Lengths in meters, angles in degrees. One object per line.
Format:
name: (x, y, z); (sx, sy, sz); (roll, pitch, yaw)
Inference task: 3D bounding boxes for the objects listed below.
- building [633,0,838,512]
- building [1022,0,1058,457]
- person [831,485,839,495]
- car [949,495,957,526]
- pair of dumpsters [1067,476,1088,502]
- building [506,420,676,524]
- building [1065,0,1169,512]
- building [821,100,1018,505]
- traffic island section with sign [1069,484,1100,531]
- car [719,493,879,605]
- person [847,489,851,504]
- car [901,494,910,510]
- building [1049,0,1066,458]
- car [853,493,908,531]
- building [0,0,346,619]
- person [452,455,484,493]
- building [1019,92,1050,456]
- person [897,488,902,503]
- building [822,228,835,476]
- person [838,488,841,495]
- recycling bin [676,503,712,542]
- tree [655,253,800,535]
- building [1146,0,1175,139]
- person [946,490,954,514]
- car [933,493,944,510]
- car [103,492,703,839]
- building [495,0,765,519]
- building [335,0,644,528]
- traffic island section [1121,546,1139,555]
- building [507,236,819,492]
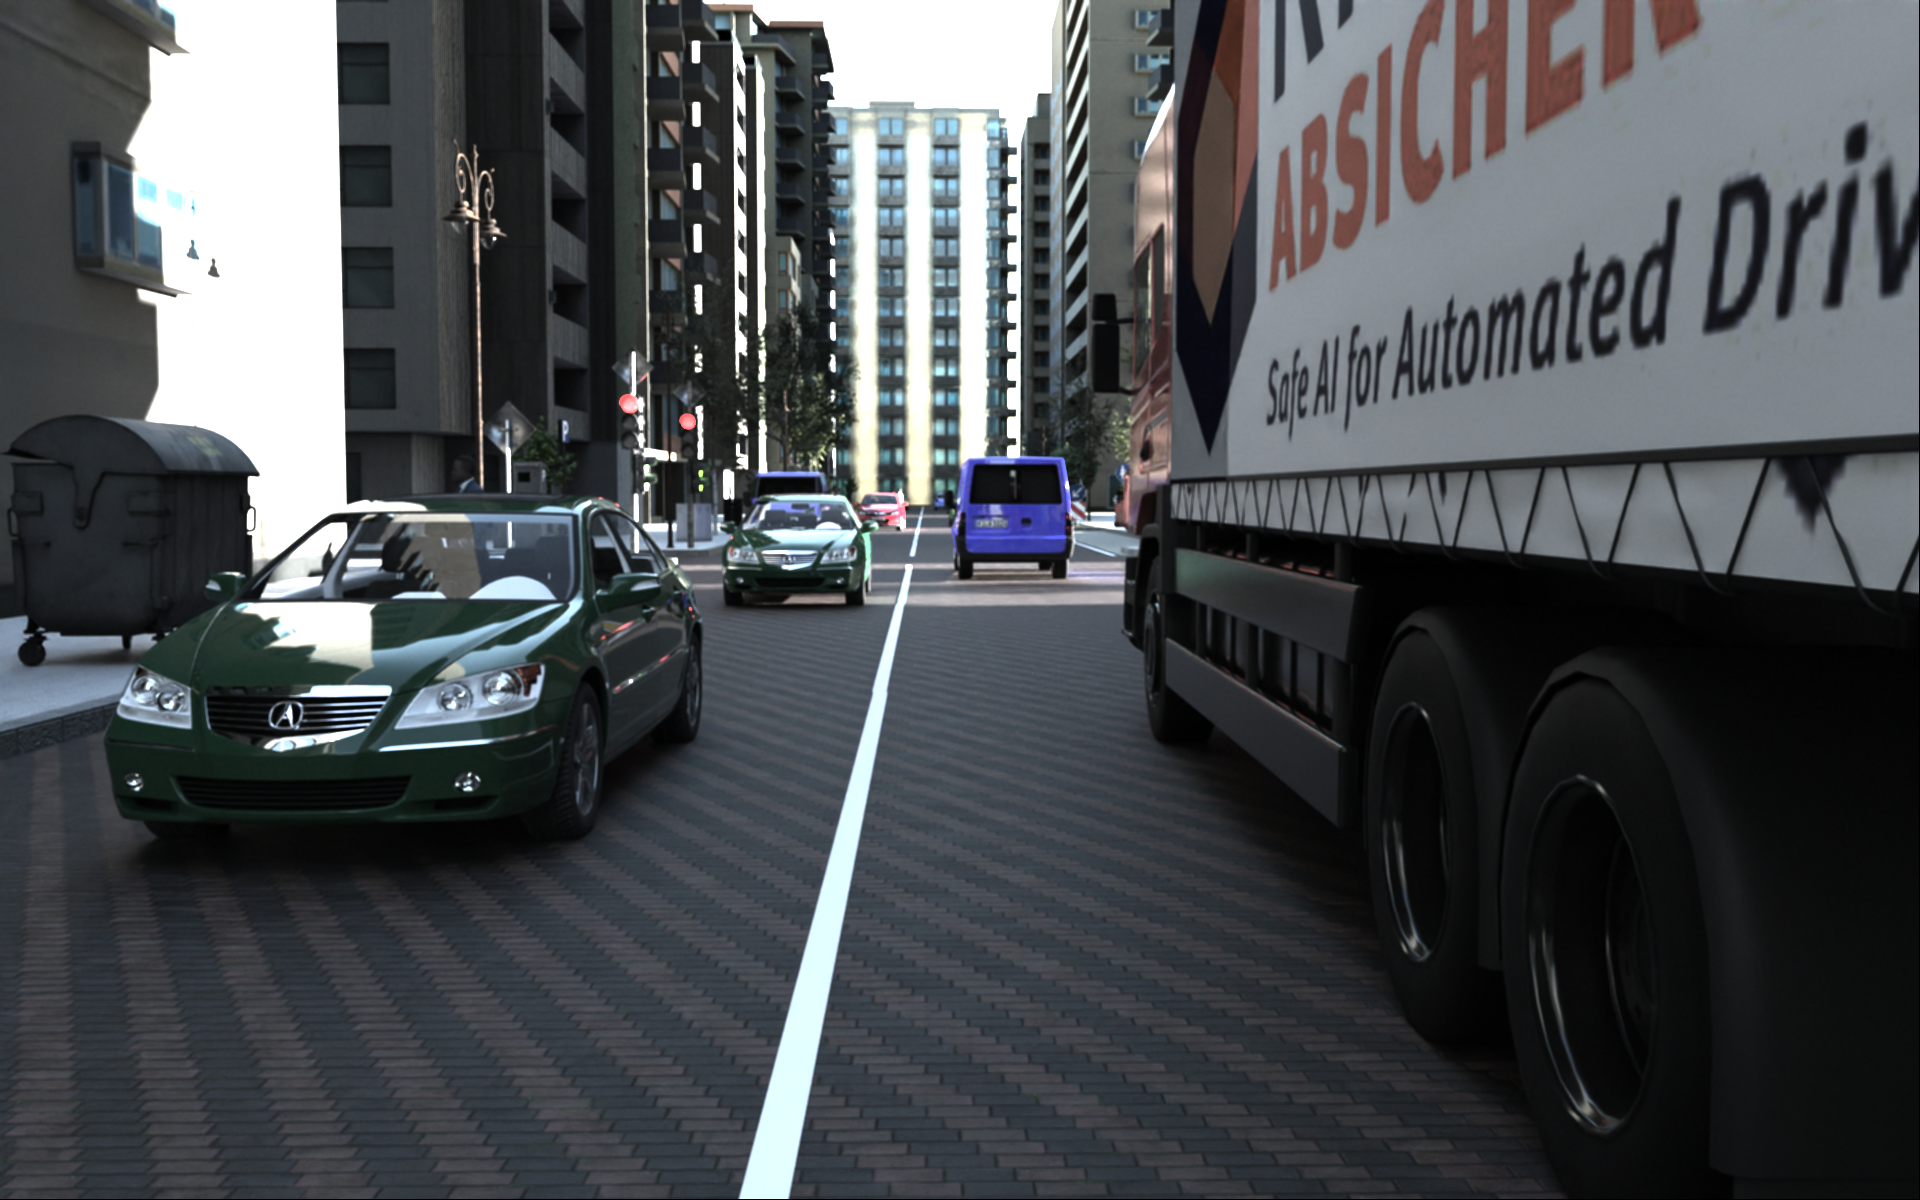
building: (-22.748, -30.830, 158.694); (22.147, 44.769, 28.867); (0, 4, -1)
building: (18.212, -52.592, 172.547); (22.319, 86.520, 31.000); (0, 4, -1)
person: (-5.478, -4.110, 75.713); (0.388, 1.821, 0.555); (2, 4, 35)
car: (0.451, -4.119, 76.136); (1.959, 1.807, 4.718); (0, 4, -3)
pair of dumpsters: (5.999, -5.547, 93.184); (1.574, 2.255, 4.437); (0, 4, -1)
building: (-22.915, -25.933, 78.621); (22.147, 44.769, 28.867); (0, 4, -1)
building: (19.513, -31.134, 132.739); (21.300, 48.544, 21.600); (0, 4, -1)
building: (-8.343, -36.312, 213.316); (30.456, 49.044, 23.786); (0, 4, -1)
traffic island section with sign: (4.416, -3.616, 67.756); (1.989, 1.847, 2.006); (0, 4, -1)
car: (-2.173, -0.738, 23.866); (2.131, 1.459, 4.920); (0, 4, -1)
person: (-9.966, -9.106, 155.840); (0.530, 1.710, 0.541); (-2, 4, -30)
car: (-5.431, -8.725, 152.873); (2.015, 1.641, 3.980); (0, 4, 1)
building: (15.242, -30.646, 151.172); (14.600, 45.320, 14.200); (0, 4, -1)
car: (-3.147, -3.666, 68.986); (2.155, 1.783, 4.494); (0, 4, 0)
building: (-20.333, -23.998, 16.075); (21.600, 48.544, 21.300); (0, 4, -1)
person: (-4.770, -0.487, 16.649); (0.419, 1.800, 0.721); (-3, 5, -44)
building: (18.027, -36.031, 212.814); (21.600, 48.544, 21.300); (0, 4, -1)
person: (-3.774, -5.986, 106.591); (0.641, 1.798, 0.478); (0, 4, 4)
building: (-20.285, -25.089, 181.902); (14.107, 30.474, 14.160); (0, 4, -1)
person: (-10.912, -9.256, 157.365); (0.705, 1.826, 1.348); (0, 4, -4)
recycling bin: (-7.240, -2.116, 47.148); (0.722, 1.027, 0.722); (2, 4, 33)
tree: (-7.392, -6.311, 53.539); (4.360, 8.622, 3.978); (0, 3, 0)
building: (21.763, -26.832, 93.335); (22.147, 44.769, 28.867); (0, 4, -1)
person: (-0.702, -7.007, 123.981); (0.541, 1.710, 0.530); (3, 5, 40)
car: (-1.430, -8.798, 153.439); (1.945, 1.707, 3.694); (0, 4, -2)
car: (-2.452, 0.189, 8.713); (2.131, 1.459, 4.920); (0, 4, 0)
building: (-19.868, -20.603, 108.555); (14.160, 30.474, 14.107); (0, 4, -1)
building: (-17.415, -17.005, 49.727); (14.160, 30.474, 14.107); (0, 4, -1)
traffic island section: (4.928, -1.167, 41.355); (2.009, 0.180, 2.903); (0, 4, -1)
building: (-25.397, -17.460, 130.518); (27.650, 21.520, 28.899); (0, 4, -1)
